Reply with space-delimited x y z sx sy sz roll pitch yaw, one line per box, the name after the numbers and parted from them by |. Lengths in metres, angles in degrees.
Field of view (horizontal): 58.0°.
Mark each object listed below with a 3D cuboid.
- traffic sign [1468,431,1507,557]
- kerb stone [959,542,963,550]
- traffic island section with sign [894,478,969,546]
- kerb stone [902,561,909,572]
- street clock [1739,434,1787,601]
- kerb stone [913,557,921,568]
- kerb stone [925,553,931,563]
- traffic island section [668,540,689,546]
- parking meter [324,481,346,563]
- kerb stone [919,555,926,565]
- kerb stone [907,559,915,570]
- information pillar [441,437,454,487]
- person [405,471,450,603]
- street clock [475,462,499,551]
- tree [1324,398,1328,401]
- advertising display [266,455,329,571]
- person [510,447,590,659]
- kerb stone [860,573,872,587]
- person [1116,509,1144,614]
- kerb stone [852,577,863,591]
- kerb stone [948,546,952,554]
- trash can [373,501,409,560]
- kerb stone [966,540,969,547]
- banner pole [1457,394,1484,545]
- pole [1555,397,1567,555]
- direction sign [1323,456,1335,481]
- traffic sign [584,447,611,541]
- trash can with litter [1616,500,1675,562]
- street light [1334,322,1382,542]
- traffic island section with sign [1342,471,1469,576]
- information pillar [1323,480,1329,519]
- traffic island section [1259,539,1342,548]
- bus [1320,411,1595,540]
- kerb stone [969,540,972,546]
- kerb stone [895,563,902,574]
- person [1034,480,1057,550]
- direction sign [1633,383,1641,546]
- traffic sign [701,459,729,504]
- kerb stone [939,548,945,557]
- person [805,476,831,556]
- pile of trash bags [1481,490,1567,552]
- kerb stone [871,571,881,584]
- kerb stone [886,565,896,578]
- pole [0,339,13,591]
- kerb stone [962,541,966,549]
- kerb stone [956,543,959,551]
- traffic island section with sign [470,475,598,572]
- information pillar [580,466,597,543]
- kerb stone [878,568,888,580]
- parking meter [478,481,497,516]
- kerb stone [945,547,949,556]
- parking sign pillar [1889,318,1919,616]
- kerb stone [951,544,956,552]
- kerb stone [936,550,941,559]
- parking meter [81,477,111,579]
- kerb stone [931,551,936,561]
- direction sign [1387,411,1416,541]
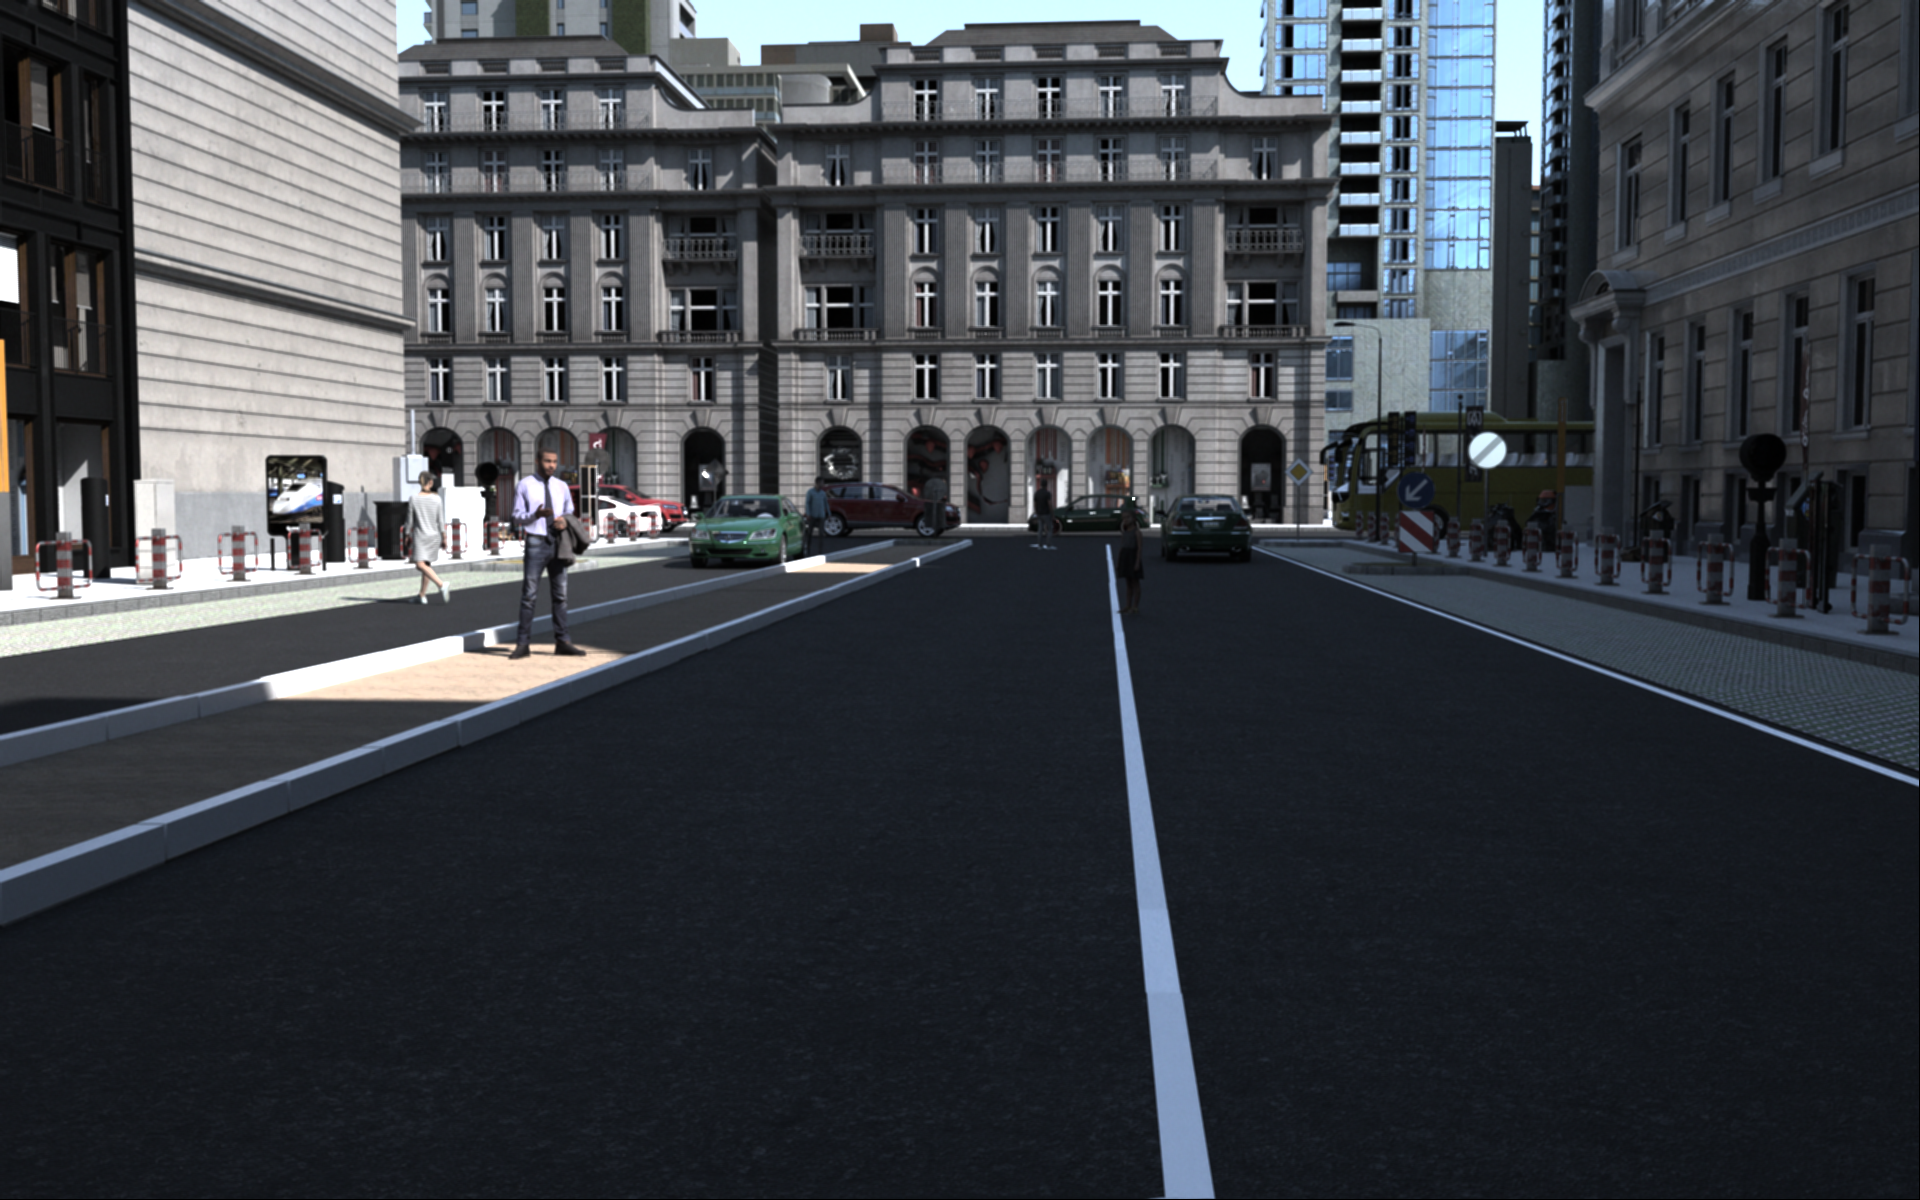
10.722 -2.150 35.266 0.768 2.556 0.104 1 4 13 | traffic sign
-0.094 -1.335 44.072 0.120 0.150 1.000 0 4 5 | kerb stone
-0.763 -2.478 48.652 2.006 1.907 1.989 0 4 5 | traffic island section with sign
-1.098 -0.584 31.801 0.120 0.150 1.000 0 4 5 | kerb stone
9.654 -0.997 20.875 0.471 2.002 0.358 0 4 -2 | street clock
-0.924 -0.712 33.841 0.120 0.150 1.000 0 4 5 | kerb stone
-0.767 -0.834 35.886 0.120 0.150 1.000 0 4 5 | kerb stone
-6.932 -1.629 48.920 2.009 0.180 2.903 0 4 5 | traffic island section
-11.722 -1.470 32.443 0.372 1.533 0.369 0 3 0 | parking meter
-0.843 -0.775 34.863 0.120 0.150 1.000 0 4 5 | kerb stone
-1.010 -0.644 32.821 0.120 0.150 1.000 0 4 5 | kerb stone
-20.863 -4.847 70.604 0.504 3.616 0.183 0 4 -6 | information pillar
-6.914 -0.815 22.569 0.760 1.731 0.466 2 4 25 | person
-10.727 -2.125 39.310 0.471 2.002 0.358 -2 4 -35 | street clock
16.282 -8.349 86.869 4.360 8.622 3.978 0 3 0 | tree
-11.033 -1.445 28.846 0.974 1.923 0.123 0 4 -1 | advertising display
-3.548 -0.407 15.015 0.709 1.838 0.599 -3 4 -38 | person
-1.517 -0.274 26.681 0.120 0.150 1.000 0 4 5 | kerb stone
2.029 -0.461 20.700 0.373 1.253 0.362 -2 4 -33 | person
-1.598 -0.208 25.657 0.120 0.150 1.000 0 4 5 | kerb stone
-0.341 -1.150 40.999 0.120 0.150 1.000 0 4 5 | kerb stone
-11.033 -1.349 33.714 0.748 1.137 0.748 0 3 0 | trash can
0.081 -1.463 46.113 0.120 0.150 1.000 0 4 5 | kerb stone
12.706 -3.262 43.349 0.863 3.779 0.401 3 5 43 | banner pole
12.734 -2.621 36.690 0.158 3.312 0.155 0 3 0 | pole
21.815 -6.793 103.061 0.876 3.537 0.379 1 4 13 | direction sign
-9.922 -2.890 47.365 0.768 2.556 0.104 1 4 13 | traffic sign
12.848 -1.294 32.537 0.624 1.170 1.055 -2 4 -35 | trash can with litter
10.779 -4.543 46.820 1.470 5.913 1.316 0 4 5 | street light
7.979 -1.384 31.253 1.989 1.847 2.006 0 4 5 | traffic island section with sign
19.097 -5.258 90.462 0.304 2.012 0.304 1 4 18 | information pillar
9.305 -1.548 47.593 2.009 0.180 2.903 0 4 5 | traffic island section
17.197 -3.698 52.003 12.252 3.916 2.896 0 4 3 | bus
0.152 -1.525 47.136 0.120 0.150 1.000 0 4 5 | kerb stone
-1.188 -0.525 30.780 0.120 0.150 1.000 0 4 5 | kerb stone
2.212 -2.215 44.835 0.434 1.807 0.598 -3 5 -40 | person
13.929 -2.669 35.634 0.379 3.537 0.876 1 4 21 | direction sign
-6.908 -2.765 48.856 0.795 2.450 0.064 0 4 5 | traffic sign
-0.509 -1.023 38.958 0.120 0.150 1.000 0 4 5 | kerb stone
-3.340 -1.966 40.510 0.638 1.841 0.748 -1 4 -18 | person
13.129 -1.840 39.830 1.912 1.369 3.447 2 4 33 | pile of trash bags
-1.430 -0.334 27.703 0.120 0.150 1.000 0 4 5 | kerb stone
-1.259 -0.461 29.758 0.120 0.150 1.000 0 4 5 | kerb stone
-12.699 -1.778 22.908 0.158 3.312 0.155 0 3 0 | pole
-0.004 -1.394 45.093 0.120 0.150 1.000 0 4 5 | kerb stone
-0.182 -1.275 43.047 0.120 0.150 1.000 0 4 5 | kerb stone
-7.934 -1.470 32.658 1.989 1.847 2.006 0 4 5 | traffic island section with sign
-9.712 -2.495 45.277 0.304 2.012 0.304 2 4 24 | information pillar
-1.351 -0.400 28.734 0.120 0.150 1.000 0 4 5 | kerb stone
-11.672 -2.269 42.812 0.399 1.863 0.255 2 4 28 | parking meter
-0.422 -1.088 39.978 0.120 0.150 1.000 0 4 5 | kerb stone
10.676 -1.836 18.495 1.447 3.967 1.447 1 4 9 | parking sign pillar
-0.265 -1.213 42.026 0.120 0.150 1.000 0 4 5 | kerb stone
-0.587 -0.963 37.936 0.120 0.150 1.000 0 4 5 | kerb stone
-13.163 -1.099 26.377 0.372 1.533 0.369 0 3 0 | parking meter
-0.676 -0.900 36.912 0.120 0.150 1.000 0 4 5 | kerb stone
12.140 -3.405 47.671 0.379 3.537 0.876 -3 5 -42 | direction sign
